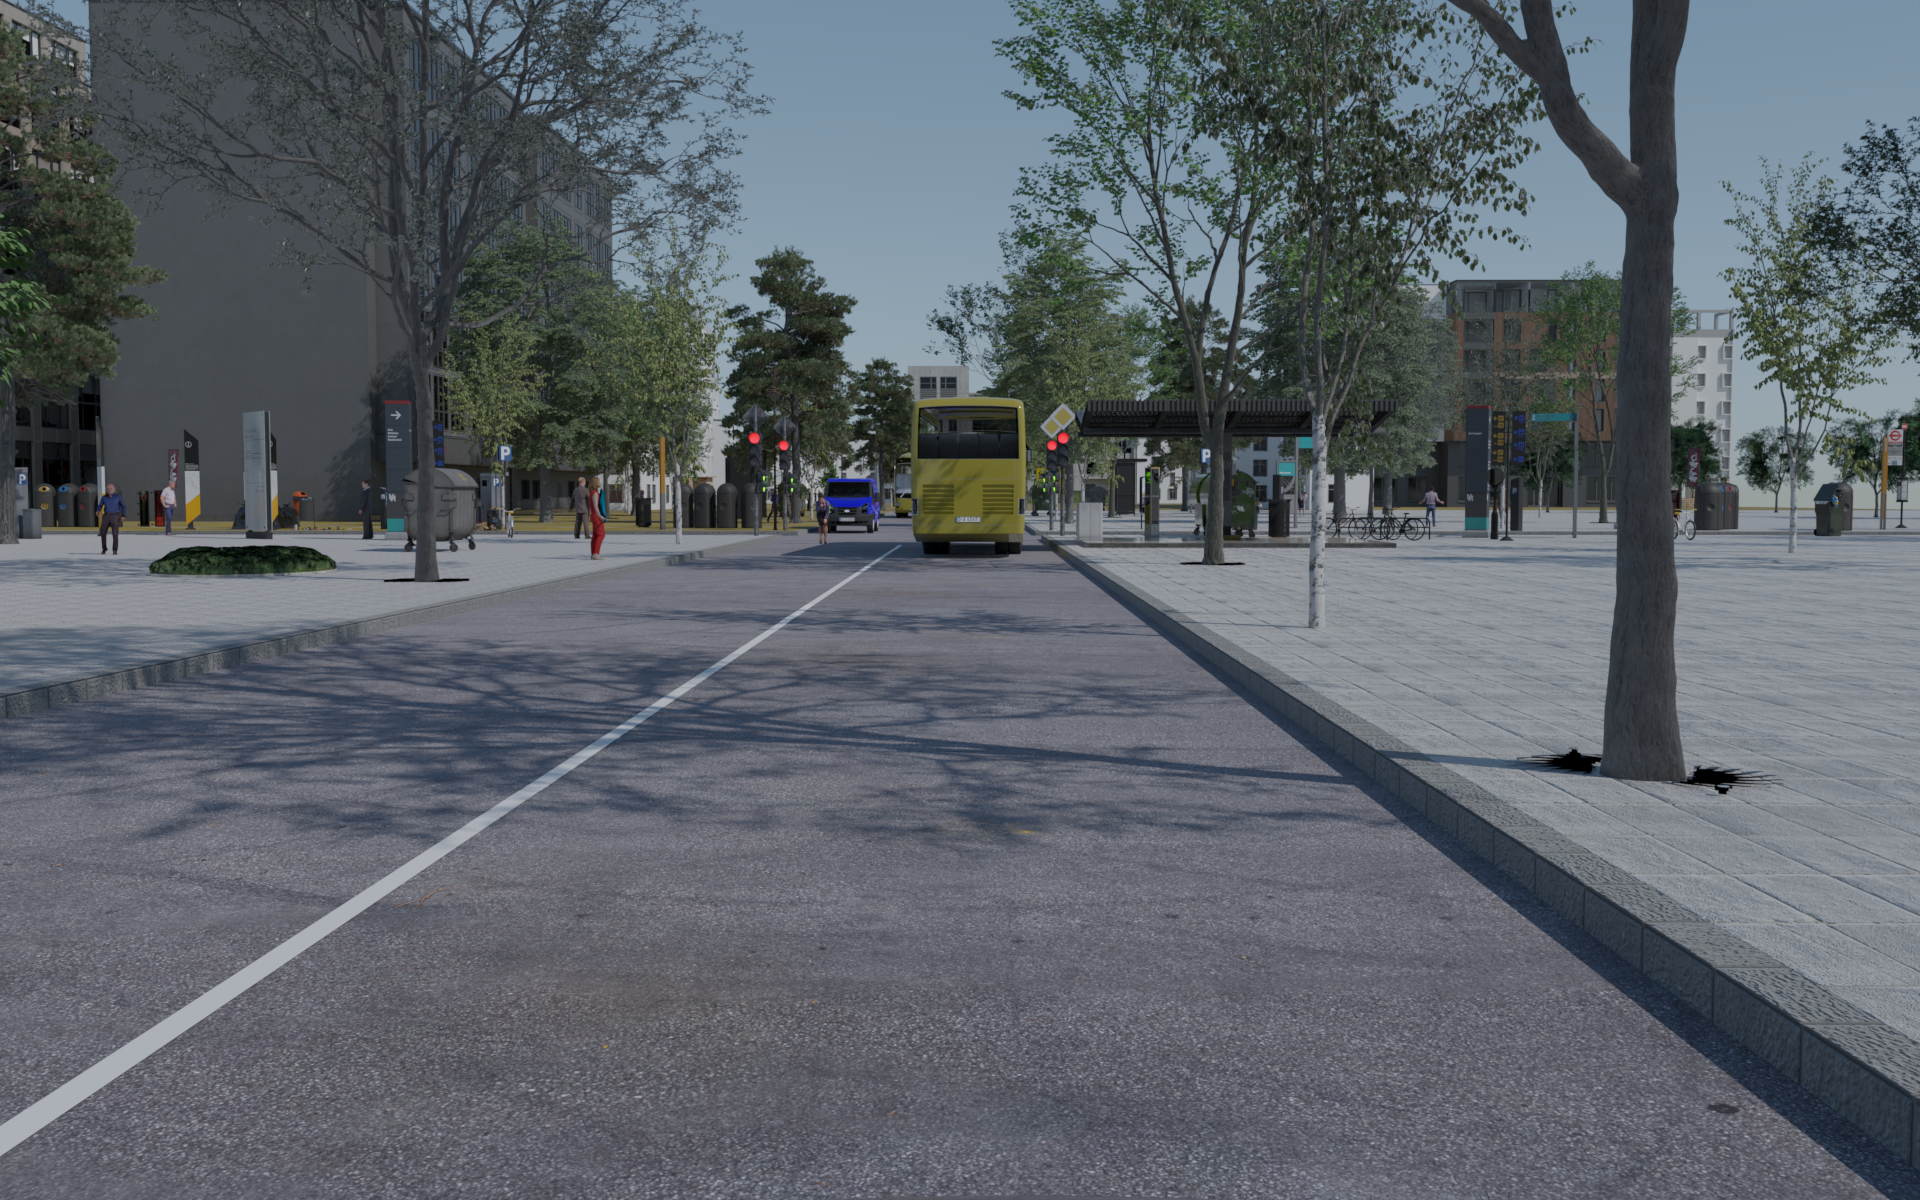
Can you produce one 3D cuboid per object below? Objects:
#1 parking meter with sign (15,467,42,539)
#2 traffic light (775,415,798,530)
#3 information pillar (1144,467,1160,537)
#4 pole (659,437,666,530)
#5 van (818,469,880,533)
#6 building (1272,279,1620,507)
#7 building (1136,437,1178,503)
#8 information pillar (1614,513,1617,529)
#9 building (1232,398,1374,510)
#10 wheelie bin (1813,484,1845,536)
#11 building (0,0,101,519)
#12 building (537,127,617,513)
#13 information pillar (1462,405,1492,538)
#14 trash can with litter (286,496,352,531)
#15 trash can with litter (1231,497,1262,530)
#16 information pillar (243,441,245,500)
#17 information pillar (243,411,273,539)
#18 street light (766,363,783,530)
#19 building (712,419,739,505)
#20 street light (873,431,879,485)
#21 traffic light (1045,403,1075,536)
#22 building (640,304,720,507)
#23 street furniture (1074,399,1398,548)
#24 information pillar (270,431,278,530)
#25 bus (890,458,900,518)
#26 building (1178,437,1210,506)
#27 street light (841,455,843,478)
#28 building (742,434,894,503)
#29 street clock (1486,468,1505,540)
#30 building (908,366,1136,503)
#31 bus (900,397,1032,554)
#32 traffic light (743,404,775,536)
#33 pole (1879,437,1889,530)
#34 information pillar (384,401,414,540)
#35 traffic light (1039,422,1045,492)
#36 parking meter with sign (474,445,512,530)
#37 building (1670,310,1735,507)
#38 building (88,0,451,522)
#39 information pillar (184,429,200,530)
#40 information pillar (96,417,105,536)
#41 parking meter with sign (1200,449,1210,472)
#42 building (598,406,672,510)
[{"bbox_3d":[-27.161,-3.267,49.674,1.738,3.016,0.543,1,4,18],"label":"parking meter with sign"},{"bbox_3d":[-6.156,-4.392,61.052,0.839,4.213,0.868,0,4,1],"label":"traffic light"},{"bbox_3d":[5.276,-2.635,47.574,0.304,2.012,0.304,-2,4,-29],"label":"information pillar"},{"bbox_3d":[-10.674,-4.176,62.116,0.158,3.312,0.155,0,3,0],"label":"pole"},{"bbox_3d":[-4.075,-3.707,64.999,2.240,2.365,5.245,0,3,0],"label":"van"},{"bbox_3d":[50.881,-20.495,179.070,32.646,21.610,27.936,0,4,1],"label":"building"},{"bbox_3d":[38.402,-18.432,243.510,28.070,9.664,9.099,0,4,1],"label":"building"},{"bbox_3d":[24.477,-4.529,63.435,0.750,3.857,0.750,3,4,36],"label":"information pillar"},{"bbox_3d":[28.550,-12.775,151.011,9.099,9.664,28.070,0,4,1],"label":"building"},{"bbox_3d":[26.482,-2.744,52.779,0.693,1.594,0.980,-1,4,-16],"label":"wheelie bin"},{"bbox_3d":[-63.889,-17.434,89.569,34.151,26.468,19.350,0,4,1],"label":"building"},{"bbox_3d":[-32.402,-19.707,115.717,14.314,27.812,24.014,0,4,1],"label":"building"},{"bbox_3d":[15.211,-3.761,50.867,0.750,3.857,0.750,2,4,24],"label":"information pillar"},{"bbox_3d":[-22.857,-3.098,61.710,2.233,1.210,1.678,-1,4,-23],"label":"trash can with litter"},{"bbox_3d":[10.100,-3.045,61.181,1.055,1.170,0.624,-1,4,-20],"label":"trash can with litter"},{"bbox_3d":[-27.086,-4.560,65.905,0.183,3.616,0.504,1,4,10],"label":"information pillar"},{"bbox_3d":[-20.105,-3.563,49.573,0.184,3.620,1.656,-3,5,-42],"label":"information pillar"},{"bbox_3d":[-6.557,-5.413,61.298,0.468,5.910,1.993,0,4,1],"label":"street light"},{"bbox_3d":[-39.018,-15.156,189.947,28.070,9.664,9.099,0,4,1],"label":"building"},{"bbox_3d":[-6.000,-9.245,123.943,0.468,5.910,1.993,0,4,1],"label":"street light"},{"bbox_3d":[3.122,-3.899,52.987,0.839,4.213,0.868,0,4,1],"label":"traffic light"},{"bbox_3d":[-32.534,-19.213,170.550,16.016,20.091,11.380,0,4,1],"label":"building"},{"bbox_3d":[6.728,-3.161,43.786,7.346,3.524,5.398,0,4,0],"label":"street furniture"},{"bbox_3d":[-24.372,-4.280,61.340,0.183,3.616,0.504,1,4,12],"label":"information pillar"},{"bbox_3d":[-2.713,-7.078,107.274,2.896,3.916,12.252,0,4,-1],"label":"bus"},{"bbox_3d":[29.056,-14.507,179.329,9.099,9.664,28.070,0,4,1],"label":"building"},{"bbox_3d":[-6.300,-7.308,92.267,0.468,5.910,1.993,0,4,1],"label":"street light"},{"bbox_3d":[-21.200,-18.420,243.313,28.070,9.664,9.099,0,4,1],"label":"building"},{"bbox_3d":[15.064,-2.703,48.769,0.471,2.002,0.358,2,4,30],"label":"street clock"},{"bbox_3d":[8.622,-23.281,247.103,31.486,18.905,16.747,0,4,1],"label":"building"},{"bbox_3d":[0.400,-3.215,44.119,2.896,3.916,12.252,0,4,2],"label":"bus"},{"bbox_3d":[-6.239,-3.904,53.067,0.839,4.213,0.868,0,4,1],"label":"traffic light"},{"bbox_3d":[33.190,-4.181,62.204,0.158,3.312,0.155,0,3,0],"label":"pole"},{"bbox_3d":[-15.634,-3.603,48.286,0.750,3.857,0.750,-1,4,-10],"label":"information pillar"},{"bbox_3d":[3.205,-4.387,60.971,0.839,4.213,0.868,0,4,1],"label":"traffic light"},{"bbox_3d":[-17.025,-4.072,62.837,1.738,3.016,0.543,3,4,38],"label":"parking meter with sign"},{"bbox_3d":[73.208,-20.041,184.093,11.380,20.091,16.016,0,4,1],"label":"building"},{"bbox_3d":[-32.667,-18.225,91.490,14.314,27.812,24.014,0,4,1],"label":"building"},{"bbox_3d":[-27.626,-4.338,62.280,0.504,3.616,0.183,-2,4,-28],"label":"information pillar"},{"bbox_3d":[-26.053,-3.741,52.520,0.183,3.616,0.504,-3,5,-41],"label":"information pillar"},{"bbox_3d":[9.835,-4.249,65.733,0.543,3.016,1.738,-2,4,-30],"label":"parking meter with sign"},{"bbox_3d":[-29.517,-12.783,151.149,9.099,9.664,28.070,0,4,1],"label":"building"}]
